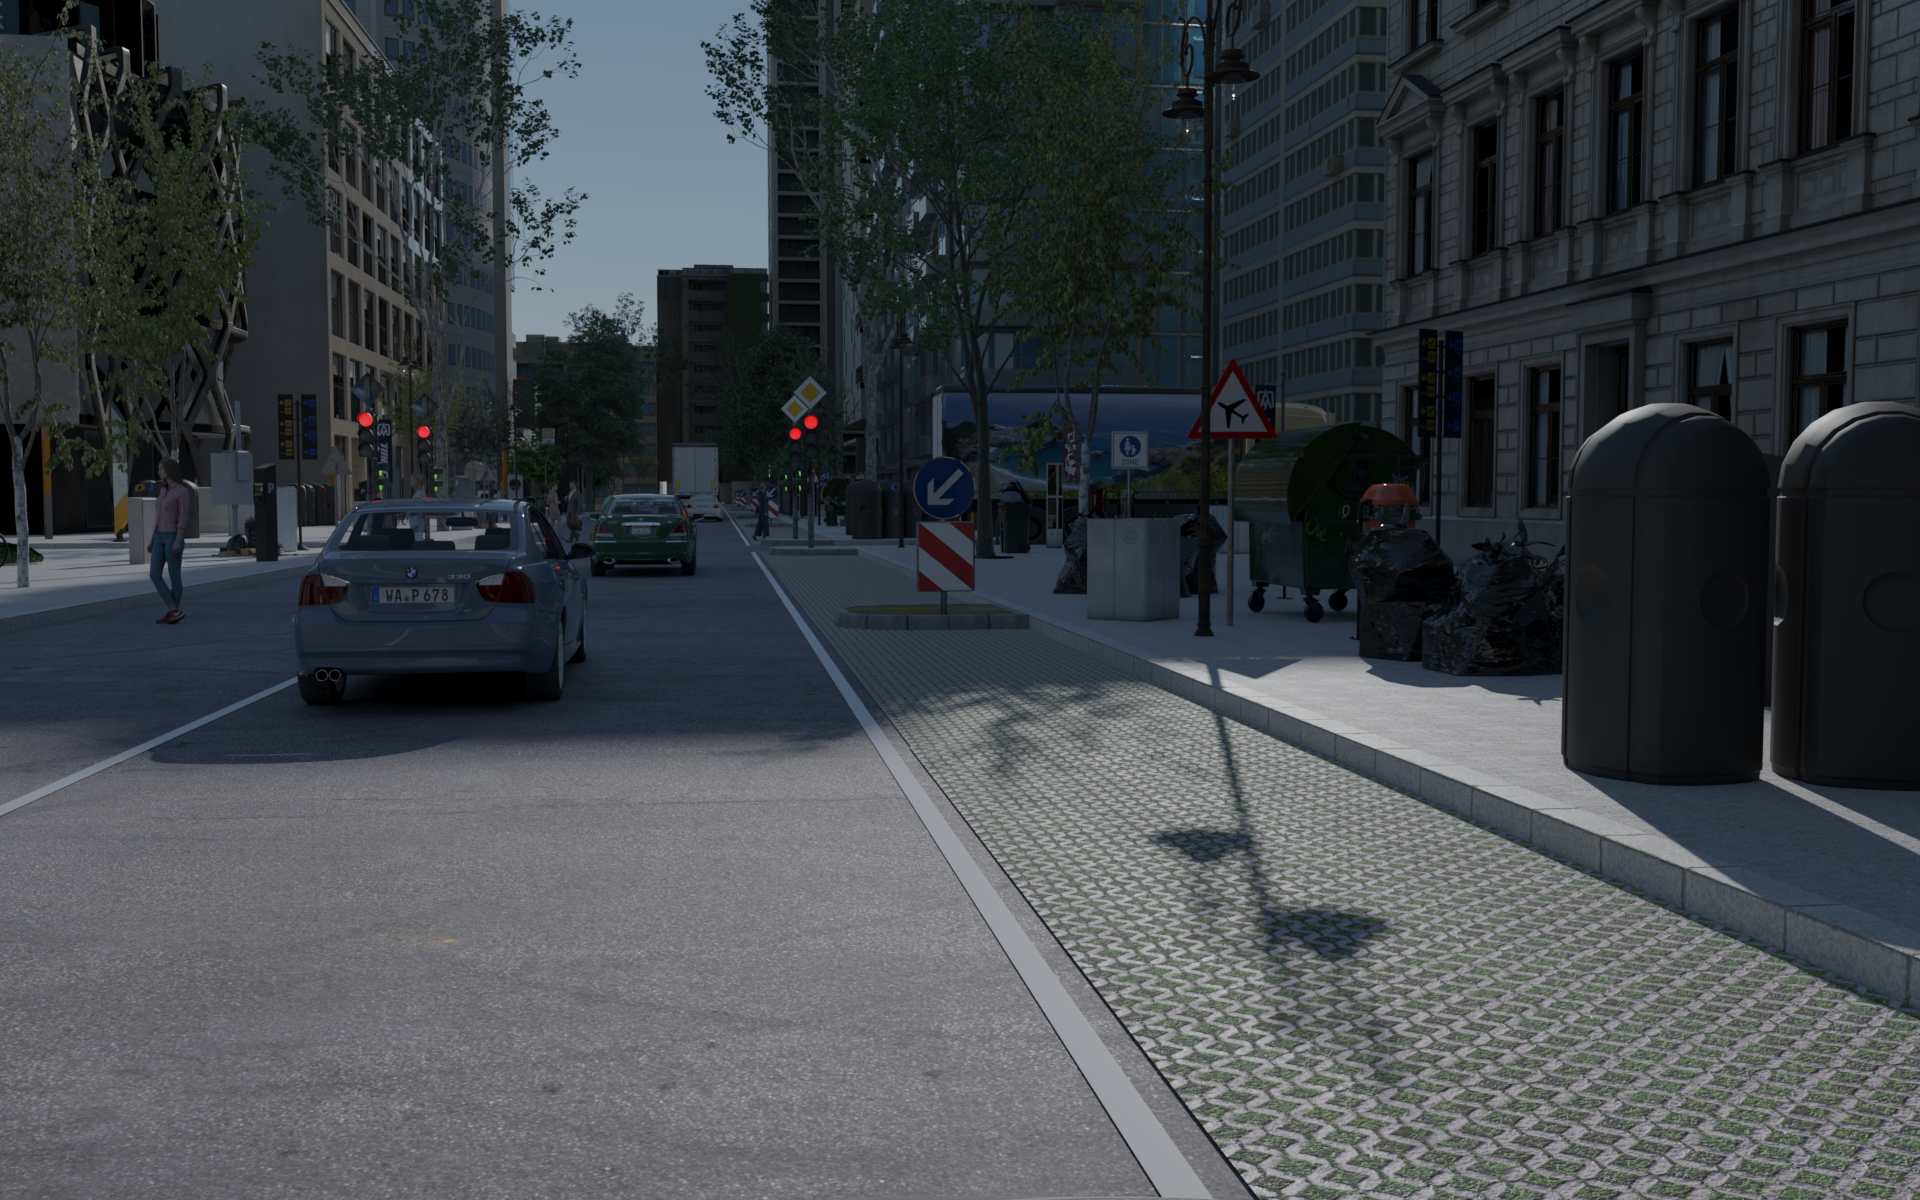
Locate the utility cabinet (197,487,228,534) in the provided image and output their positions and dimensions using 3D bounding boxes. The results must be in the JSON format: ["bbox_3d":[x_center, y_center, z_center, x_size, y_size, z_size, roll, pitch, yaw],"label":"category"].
[{"bbox_3d":[-23.900,-2.853,55.317,1.173,1.500,0.318,-2,4,-26],"label":"utility cabinet"}]

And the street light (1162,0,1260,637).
[{"bbox_3d":[2.208,-2.612,15.490,0.468,5.910,1.993,0,4,-8],"label":"street light"}]

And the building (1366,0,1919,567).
[{"bbox_3d":[14.100,-9.839,25.499,10.561,19.102,19.286,0,4,-8],"label":"building"}]

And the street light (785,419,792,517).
[{"bbox_3d":[-9.525,-7.605,97.126,0.468,5.910,1.993,0,4,-8],"label":"street light"}]

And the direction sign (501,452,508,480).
[{"bbox_3d":[-24.789,-6.262,94.382,0.379,3.537,0.876,0,4,6],"label":"direction sign"}]

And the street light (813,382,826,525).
[{"bbox_3d":[-5.814,-6.033,71.431,0.468,5.910,1.993,0,4,-8],"label":"street light"}]

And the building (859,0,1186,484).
[{"bbox_3d":[3.679,-32.474,150.552,23.786,49.044,30.456,0,4,-8],"label":"building"}]

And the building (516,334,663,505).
[{"bbox_3d":[-53.684,-23.231,224.870,28.899,21.520,27.650,0,4,-8],"label":"building"}]

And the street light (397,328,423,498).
[{"bbox_3d":[-15.297,-4.619,48.307,0.468,5.910,1.993,0,4,-8],"label":"street light"}]

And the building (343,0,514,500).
[{"bbox_3d":[-46.858,-36.112,132.430,21.231,58.520,28.212,0,4,-8],"label":"building"}]

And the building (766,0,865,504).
[{"bbox_3d":[-14.492,-48.174,225.895,20.611,71.187,20.563,0,4,-8],"label":"building"}]

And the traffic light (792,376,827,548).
[{"bbox_3d":[-3.585,-3.205,41.322,0.839,4.253,0.868,0,4,-8],"label":"traffic light"}]

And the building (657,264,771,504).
[{"bbox_3d":[-31.467,-27.485,221.081,14.107,30.474,14.160,0,4,-8],"label":"building"}]

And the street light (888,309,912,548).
[{"bbox_3d":[-1.402,-4.188,41.264,0.468,5.910,1.993,0,4,-8],"label":"street light"}]

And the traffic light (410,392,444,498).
[{"bbox_3d":[-14.716,-3.601,47.797,0.839,4.253,0.868,0,4,-8],"label":"traffic light"}]

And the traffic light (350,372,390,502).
[{"bbox_3d":[-13.594,-3.117,39.891,0.839,4.253,0.868,0,4,-8],"label":"traffic light"}]

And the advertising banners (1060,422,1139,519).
[{"bbox_3d":[3.356,-2.800,41.966,2.074,3.025,0.090,2,4,29],"label":"advertising banners"}]

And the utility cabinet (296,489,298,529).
[{"bbox_3d":[-24.042,-3.274,62.210,0.318,1.500,1.173,-2,4,-29],"label":"utility cabinet"}]

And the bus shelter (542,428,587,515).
[{"bbox_3d":[-24.770,-8.002,108.458,2.179,5.291,8.768,0,4,-8],"label":"bus shelter"}]

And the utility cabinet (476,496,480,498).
[{"bbox_3d":[-20.551,-3.809,73.446,0.306,1.237,1.020,-2,4,-25],"label":"utility cabinet"}]

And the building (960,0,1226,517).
[{"bbox_3d":[7.882,-29.944,109.193,23.786,49.044,30.456,0,4,-8],"label":"building"}]

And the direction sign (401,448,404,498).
[{"bbox_3d":[-27.469,-5.708,85.325,0.379,3.537,0.876,-1,4,-12],"label":"direction sign"}]

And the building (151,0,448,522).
[{"bbox_3d":[-39.768,-17.560,91.625,19.350,26.468,34.151,0,4,-8],"label":"building"}]

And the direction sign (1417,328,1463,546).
[{"bbox_3d":[6.637,-1.956,23.985,0.876,3.537,0.379,-2,4,-34],"label":"direction sign"}]

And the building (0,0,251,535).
[{"bbox_3d":[-34.482,-11.825,60.793,16.820,18.784,16.811,0,4,-8],"label":"building"}]

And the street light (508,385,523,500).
[{"bbox_3d":[-18.896,-6.172,73.694,0.468,5.910,1.993,0,4,-8],"label":"street light"}]

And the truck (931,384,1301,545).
[{"bbox_3d":[4.957,-3.498,46.108,11.283,4.237,2.839,0,4,-7],"label":"truck"}]

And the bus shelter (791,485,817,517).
[{"bbox_3d":[-9.325,-6.741,101.493,1.731,3.624,6.357,0,4,-8],"label":"bus shelter"}]

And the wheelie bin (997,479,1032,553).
[{"bbox_3d":[1.177,-1.818,37.633,0.693,1.594,0.980,-1,4,-12],"label":"wheelie bin"}]

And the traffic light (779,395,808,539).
[{"bbox_3d":[-4.707,-3.689,49.228,0.839,4.253,0.868,0,4,-8],"label":"traffic light"}]

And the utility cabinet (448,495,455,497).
[{"bbox_3d":[-33.313,-6.260,113.507,1.020,1.237,0.306,0,4,6],"label":"utility cabinet"}]

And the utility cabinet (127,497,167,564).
[{"bbox_3d":[-15.041,-1.281,32.111,0.306,1.237,1.020,0,4,-1],"label":"utility cabinet"}]

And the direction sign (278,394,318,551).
[{"bbox_3d":[-15.013,-2.895,39.333,0.876,3.537,0.379,0,4,0],"label":"direction sign"}]

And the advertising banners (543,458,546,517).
[{"bbox_3d":[-19.986,-5.333,83.385,0.090,3.025,2.074,-1,4,-10],"label":"advertising banners"}]

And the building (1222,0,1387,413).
[{"bbox_3d":[24.944,-23.180,70.869,23.993,40.220,32.217,0,4,-8],"label":"building"}]

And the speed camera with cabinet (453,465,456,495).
[{"bbox_3d":[-33.705,-7.453,116.194,0.660,3.252,2.038,-1,4,-14],"label":"speed camera with cabinet"}]

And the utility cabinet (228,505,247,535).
[{"bbox_3d":[-22.299,-2.625,54.074,1.020,1.237,0.306,-2,4,-27],"label":"utility cabinet"}]

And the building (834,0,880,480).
[{"bbox_3d":[2.109,-36.151,180.305,28.713,52.752,27.495,0,4,-8],"label":"building"}]

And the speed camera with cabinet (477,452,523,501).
[{"bbox_3d":[-21.472,-5.294,80.893,2.038,3.252,0.660,-1,4,-11],"label":"speed camera with cabinet"}]

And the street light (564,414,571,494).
[{"bbox_3d":[-22.601,-7.771,99.840,0.468,5.910,1.993,0,4,-8],"label":"street light"}]

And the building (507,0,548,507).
[{"bbox_3d":[-57.573,-52.665,173.742,31.000,86.520,22.319,0,4,-8],"label":"building"}]

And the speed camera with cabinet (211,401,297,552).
[{"bbox_3d":[-15.324,-2.647,37.609,0.660,3.252,2.038,1,4,18],"label":"speed camera with cabinet"}]

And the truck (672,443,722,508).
[{"bbox_3d":[-15.325,-6.855,100.987,2.839,4.237,11.283,0,4,-7],"label":"truck"}]
